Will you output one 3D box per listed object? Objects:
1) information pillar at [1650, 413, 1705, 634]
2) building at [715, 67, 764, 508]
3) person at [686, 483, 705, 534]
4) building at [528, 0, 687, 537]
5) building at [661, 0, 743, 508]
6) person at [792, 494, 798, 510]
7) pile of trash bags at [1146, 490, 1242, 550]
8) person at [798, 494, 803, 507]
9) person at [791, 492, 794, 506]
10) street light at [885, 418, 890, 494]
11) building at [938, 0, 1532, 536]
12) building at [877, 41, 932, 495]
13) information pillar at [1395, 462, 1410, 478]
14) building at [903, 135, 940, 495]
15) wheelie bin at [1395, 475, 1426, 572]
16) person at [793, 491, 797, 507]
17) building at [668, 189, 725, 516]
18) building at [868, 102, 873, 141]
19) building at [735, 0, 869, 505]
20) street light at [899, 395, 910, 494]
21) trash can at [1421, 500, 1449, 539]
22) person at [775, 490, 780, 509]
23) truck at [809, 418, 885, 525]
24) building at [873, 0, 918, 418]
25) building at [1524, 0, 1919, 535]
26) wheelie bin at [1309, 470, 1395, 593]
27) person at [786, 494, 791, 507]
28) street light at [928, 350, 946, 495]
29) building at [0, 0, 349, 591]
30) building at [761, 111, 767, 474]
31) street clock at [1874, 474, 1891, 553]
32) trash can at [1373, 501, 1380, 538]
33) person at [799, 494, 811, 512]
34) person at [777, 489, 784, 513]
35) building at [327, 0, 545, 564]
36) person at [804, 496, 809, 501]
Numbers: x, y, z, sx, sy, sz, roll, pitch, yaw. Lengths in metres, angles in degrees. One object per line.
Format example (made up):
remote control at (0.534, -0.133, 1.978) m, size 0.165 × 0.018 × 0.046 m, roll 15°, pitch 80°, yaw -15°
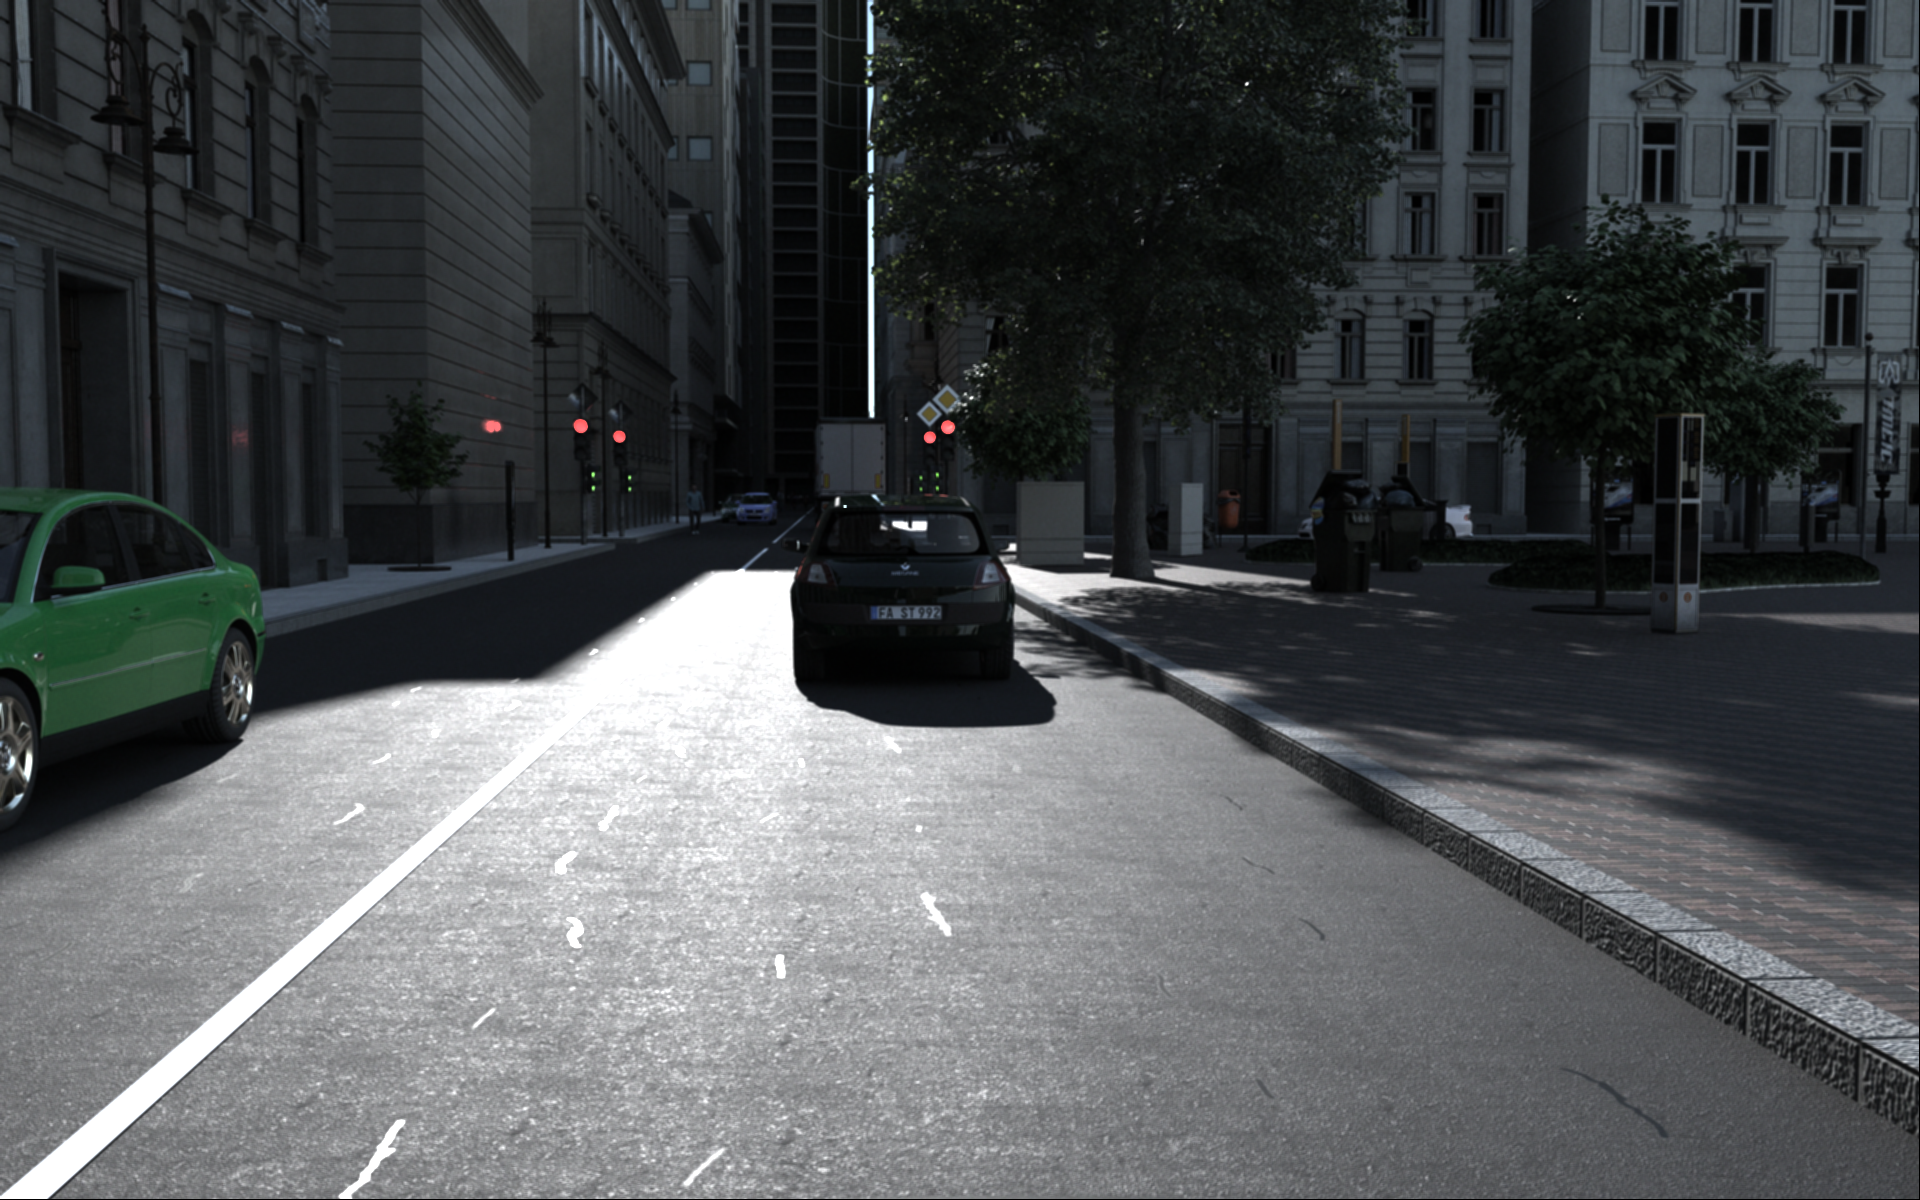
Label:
information pillar at (6.604, -0.701, 15.954) m, size 0.304 × 2.012 × 0.304 m, roll -2°, pitch 4°, yaw -25°
building at (-25.639, -29.182, 160.715) m, size 14.154 × 41.232 × 14.086 m, roll 0°, pitch 4°, yaw -4°
person at (-9.518, -3.282, 62.175) m, size 0.660 × 1.820 × 0.620 m, roll -2°, pitch 4°, yaw -25°
building at (-19.596, -14.194, 65.364) m, size 16.112 × 22.955 × 30.059 m, roll 0°, pitch 4°, yaw -4°
building at (-31.585, -33.583, 138.318) m, size 28.713 × 52.752 × 27.495 m, roll 0°, pitch 4°, yaw -4°
person at (-15.202, -9.064, 159.928) m, size 0.421 × 1.427 × 0.697 m, roll 3°, pitch 4°, yaw 37°
pile of trash bags at (5.367, -1.912, 41.015) m, size 3.447 × 1.369 × 1.912 m, roll -3°, pitch 4°, yaw -38°
person at (-17.198, -10.683, 186.348) m, size 0.628 × 1.438 × 0.799 m, roll 0°, pitch 4°, yaw -3°
person at (-19.669, -11.840, 203.006) m, size 0.541 × 1.710 × 0.530 m, roll -3°, pitch 4°, yaw -38°
street light at (-4.356, -7.974, 103.166) m, size 0.468 × 5.910 × 1.993 m, roll 0°, pitch 4°, yaw -4°
building at (8.414, -12.735, 57.376) m, size 18.267 × 20.994 × 9.793 m, roll 0°, pitch 4°, yaw -4°
building at (0.626, -20.488, 112.469) m, size 11.434 × 29.767 × 29.804 m, roll 0°, pitch 4°, yaw -4°
information pillar at (10.050, -2.134, 39.389) m, size 0.304 × 2.012 × 0.304 m, roll 1°, pitch 4°, yaw 17°
building at (4.633, -15.997, 80.630) m, size 14.460 × 24.649 × 34.723 m, roll 0°, pitch 4°, yaw -4°
wheelie bin at (7.318, -1.279, 28.827) m, size 0.693 × 1.594 × 0.980 m, roll 0°, pitch 4°, yaw -7°
person at (-18.288, -11.237, 192.191) m, size 0.705 × 1.831 × 1.348 m, roll -1°, pitch 4°, yaw -22°
building at (-20.173, -15.294, 100.970) m, size 10.553 × 20.767 × 40.483 m, roll 0°, pitch 4°, yaw -4°
building at (2.221, -38.925, 225.669) m, size 27.495 × 52.752 × 28.713 m, roll 0°, pitch 4°, yaw -4°
building at (-21.834, -47.709, 218.286) m, size 20.611 × 71.187 × 20.563 m, roll 0°, pitch 4°, yaw -4°
street light at (-2.517, -6.524, 79.462) m, size 0.468 × 5.910 × 1.993 m, roll 0°, pitch 4°, yaw -4°
trash can at (10.853, -1.723, 39.826) m, size 0.748 × 1.137 × 0.748 m, roll 0°, pitch 3°, yaw 0°
person at (-17.622, -9.741, 167.628) m, size 0.599 × 1.838 × 0.709 m, roll 2°, pitch 4°, yaw 32°
truck at (-4.541, -4.906, 69.130) m, size 2.839 × 4.237 × 11.283 m, roll 0°, pitch 4°, yaw -6°
building at (-0.075, -27.996, 141.326) m, size 14.154 × 41.232 × 14.086 m, roll 0°, pitch 4°, yaw -4°
building at (40.047, -17.490, 62.383) m, size 44.131 × 29.872 × 17.030 m, roll 0°, pitch 4°, yaw -4°
wheelie bin at (5.077, -0.910, 22.785) m, size 0.980 × 1.594 × 0.693 m, roll -2°, pitch 4°, yaw -35°
person at (-19.363, -11.257, 195.735) m, size 0.799 × 1.438 × 0.628 m, roll 1°, pitch 4°, yaw 17°
street light at (-0.744, -5.074, 55.753) m, size 0.468 × 5.910 × 1.993 m, roll 0°, pitch 4°, yaw -4°
building at (-13.383, -10.248, 16.700) m, size 9.793 × 20.994 × 18.267 m, roll 0°, pitch 4°, yaw -4°
building at (-36.688, -34.826, 189.021) m, size 30.456 × 49.044 × 23.786 m, roll 0°, pitch 4°, yaw -4°
street clock at (20.133, -2.033, 37.815) m, size 0.358 × 2.002 × 0.471 m, roll 1°, pitch 4°, yaw 22°
trash can at (8.510, -1.515, 36.416) m, size 0.748 × 1.137 × 0.748 m, roll 0°, pitch 3°, yaw 0°
person at (-12.433, -7.818, 139.580) m, size 1.065 × 1.426 × 0.557 m, roll 1°, pitch 4°, yaw 21°
person at (-13.729, -7.583, 132.559) m, size 0.705 × 1.814 × 1.350 m, roll -2°, pitch 4°, yaw -24°
building at (-22.146, -14.584, 35.719) m, size 25.104 × 27.353 × 12.463 m, roll 0°, pitch 4°, yaw -4°
person at (-17.563, -11.365, 197.501) m, size 0.628 × 1.438 × 0.799 m, roll -2°, pitch 4°, yaw -24°
